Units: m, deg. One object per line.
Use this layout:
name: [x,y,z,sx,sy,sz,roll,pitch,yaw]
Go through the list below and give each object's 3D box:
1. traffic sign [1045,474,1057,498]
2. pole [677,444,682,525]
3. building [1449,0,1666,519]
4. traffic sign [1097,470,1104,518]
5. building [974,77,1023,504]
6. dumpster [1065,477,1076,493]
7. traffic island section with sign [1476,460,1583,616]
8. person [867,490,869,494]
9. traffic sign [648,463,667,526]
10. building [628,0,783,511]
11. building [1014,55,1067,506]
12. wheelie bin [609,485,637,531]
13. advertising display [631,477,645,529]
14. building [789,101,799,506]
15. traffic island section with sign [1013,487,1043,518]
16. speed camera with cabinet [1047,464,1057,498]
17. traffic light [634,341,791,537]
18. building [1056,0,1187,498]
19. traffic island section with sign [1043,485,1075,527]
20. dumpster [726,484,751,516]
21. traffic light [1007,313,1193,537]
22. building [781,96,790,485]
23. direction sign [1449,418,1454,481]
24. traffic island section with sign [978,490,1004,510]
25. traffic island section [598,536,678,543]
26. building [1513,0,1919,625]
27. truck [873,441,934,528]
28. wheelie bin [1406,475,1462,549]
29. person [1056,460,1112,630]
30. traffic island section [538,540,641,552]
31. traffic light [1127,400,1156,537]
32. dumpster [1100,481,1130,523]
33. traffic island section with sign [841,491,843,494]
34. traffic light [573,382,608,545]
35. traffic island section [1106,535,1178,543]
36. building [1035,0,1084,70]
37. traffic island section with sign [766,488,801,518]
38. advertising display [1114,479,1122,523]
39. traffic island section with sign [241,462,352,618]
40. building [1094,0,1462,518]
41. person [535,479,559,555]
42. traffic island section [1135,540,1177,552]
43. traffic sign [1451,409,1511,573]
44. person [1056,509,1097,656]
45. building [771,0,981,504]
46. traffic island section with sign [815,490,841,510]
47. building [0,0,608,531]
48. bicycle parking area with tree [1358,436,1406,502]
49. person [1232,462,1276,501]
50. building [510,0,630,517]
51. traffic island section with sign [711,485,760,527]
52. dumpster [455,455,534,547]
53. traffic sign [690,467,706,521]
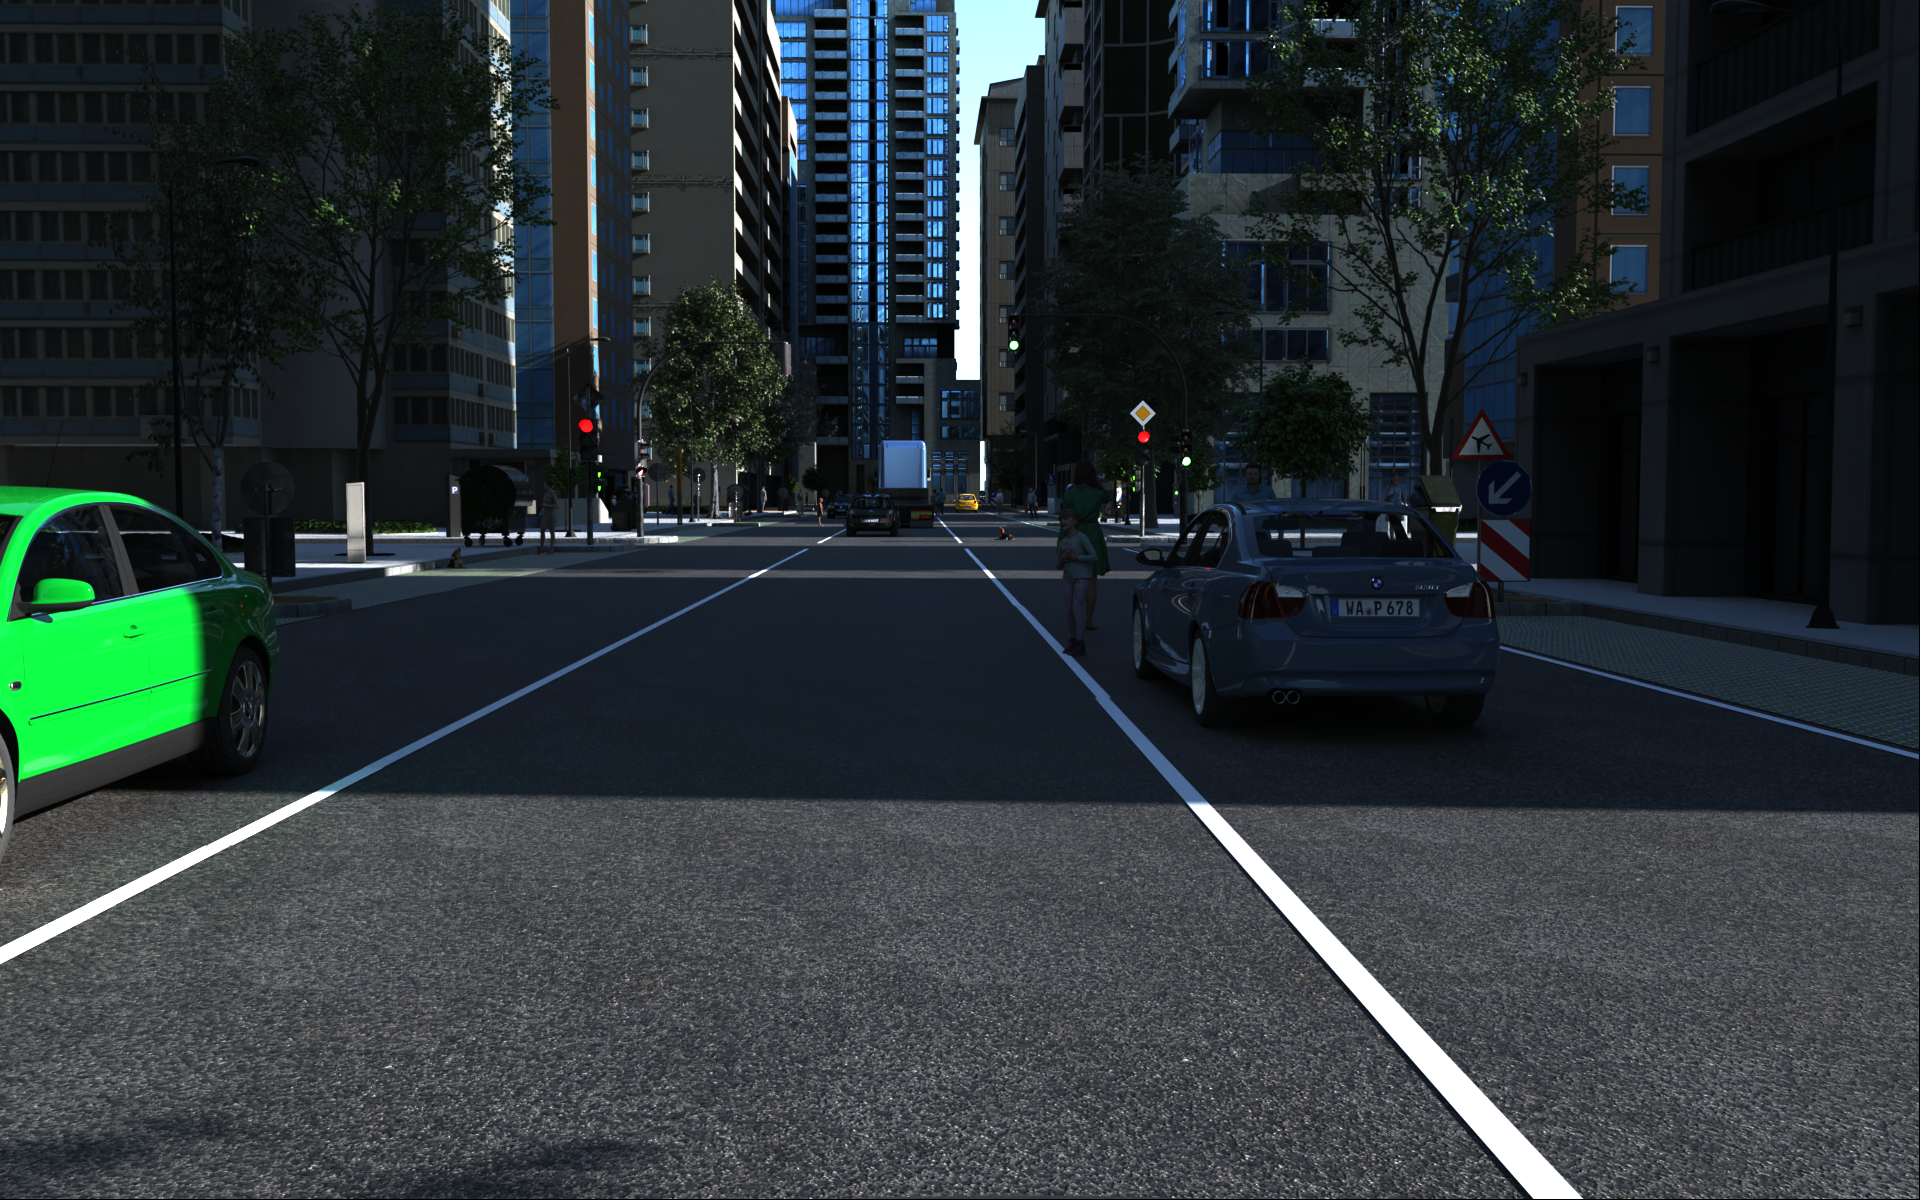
traffic sign: [5.881,-6.836,111.870,0.768,2.556,0.104,0,4,4]
pole: [-11.501,-4.720,71.022,0.158,3.312,0.155,0,3,0]
building: [26.614,-25.168,61.607,14.200,45.320,14.600,0,4,-1]
traffic sign: [7.030,-5.248,85.914,0.768,2.556,0.104,0,4,1]
building: [15.992,-39.056,227.803,27.495,52.752,28.713,0,4,-1]
dumpster: [6.472,-5.567,93.509,1.502,2.255,1.985,0,4,-2]
traffic island section with sign: [6.273,-0.766,21.152,1.989,1.847,2.006,0,4,-1]
person: [-6.279,-6.643,118.117,0.512,1.701,0.522,2,4,33]
traffic sign: [-12.317,-4.308,70.535,0.768,2.556,0.104,0,4,-1]
building: [-27.774,-32.687,158.138,21.300,48.544,21.600,0,4,-1]
building: [17.180,-34.566,188.860,21.300,48.544,21.600,0,4,-1]
wheelie bin: [-11.671,-3.179,59.889,0.693,1.594,0.980,1,4,13]
advertising display: [-11.950,-3.612,64.277,0.123,1.923,0.974,1,4,13]
building: [-25.487,-33.114,191.521,14.200,45.320,14.600,0,4,-1]
traffic island section with sign: [4.173,-5.807,103.573,1.989,1.847,2.006,0,4,-1]
speed camera with cabinet: [6.142,-7.430,115.815,0.660,3.252,2.038,0,4,4]
traffic light: [-7.421,-4.706,51.614,4.771,5.953,1.251,0,4,-1]
building: [18.918,-42.901,139.688,20.563,71.187,20.611,0,4,-1]
traffic island section with sign: [4.874,-4.159,76.627,1.989,1.847,2.006,0,4,-1]
dumpster: [-12.813,-5.767,100.046,1.264,1.857,1.865,0,4,-1]
traffic light: [3.561,-4.225,43.744,4.771,5.953,1.251,0,4,-1]
building: [-25.519,-32.182,176.293,14.600,45.320,14.200,0,4,-1]
direction sign: [14.668,-3.656,51.774,0.379,3.537,0.876,1,4,11]
traffic island section with sign: [2.895,-8.883,153.866,1.989,1.847,2.006,0,4,-1]
traffic island section: [-9.550,-1.797,51.660,2.009,0.180,2.903,0,4,-1]
building: [19.105,-35.270,14.919,20.563,71.187,20.611,0,4,-1]
truck: [-2.662,-5.603,81.371,2.967,4.110,18.799,0,4,-2]
wheelie bin: [7.977,-1.308,29.289,0.980,1.594,0.693,-1,4,-22]
person: [1.319,-0.591,18.417,0.600,1.795,0.529,0,4,3]
traffic island section: [-9.347,-1.309,43.677,2.009,0.180,2.903,0,4,-1]
traffic light: [5.446,-3.853,51.921,0.839,4.253,0.868,0,4,-1]
dumpster: [7.000,-4.433,78.236,1.264,1.857,1.865,0,4,-1]
traffic island section with sign: [-12.518,-10.538,180.918,1.989,1.847,2.006,0,4,-1]
traffic light: [-9.307,-3.341,43.543,0.839,4.253,0.868,0,4,-1]
traffic island section: [5.487,-1.820,52.036,2.009,0.180,2.903,0,4,-1]
building: [22.328,-35.175,164.352,28.713,52.752,27.495,0,4,-1]
traffic island section with sign: [-10.558,-5.826,103.876,1.989,1.847,2.006,0,4,-1]
advertising display: [6.972,-4.360,76.496,0.123,1.923,0.974,1,4,19]
traffic island section with sign: [-8.431,-0.738,20.691,1.989,1.847,2.006,0,4,-1]
building: [20.818,-48.288,102.180,22.319,86.520,31.000,0,4,-1]
person: [-9.714,-1.949,40.714,0.599,1.781,0.374,3,5,43]
traffic island section: [5.690,-1.332,44.054,2.009,0.180,2.903,0,4,-1]
traffic sign: [7.990,-1.627,26.601,0.884,2.594,0.081,0,4,7]
person: [1.019,-0.164,15.453,0.425,1.301,0.394,2,4,25]
building: [-13.177,-55.643,222.428,31.000,86.520,22.319,0,4,-1]
traffic island section with sign: [-11.820,-8.854,153.394,1.989,1.847,2.006,0,4,-1]
building: [-31.950,-23.150,70.383,32.217,40.220,23.993,0,4,-1]
bicycle parking area with tree: [19.432,-5.950,84.278,9.016,4.147,8.231,2,4,25]
person: [3.680,-0.793,21.492,0.660,1.820,0.620,0,4,4]
building: [-26.606,-27.358,97.418,14.600,45.320,14.200,0,4,-1]
traffic island section with sign: [-9.848,-4.137,76.263,1.989,1.847,2.006,0,4,-1]
dumpster: [-11.411,-2.442,42.428,1.502,2.255,1.985,0,4,-1]
traffic sign: [-12.465,-5.038,82.470,0.768,2.556,0.104,0,4,6]
